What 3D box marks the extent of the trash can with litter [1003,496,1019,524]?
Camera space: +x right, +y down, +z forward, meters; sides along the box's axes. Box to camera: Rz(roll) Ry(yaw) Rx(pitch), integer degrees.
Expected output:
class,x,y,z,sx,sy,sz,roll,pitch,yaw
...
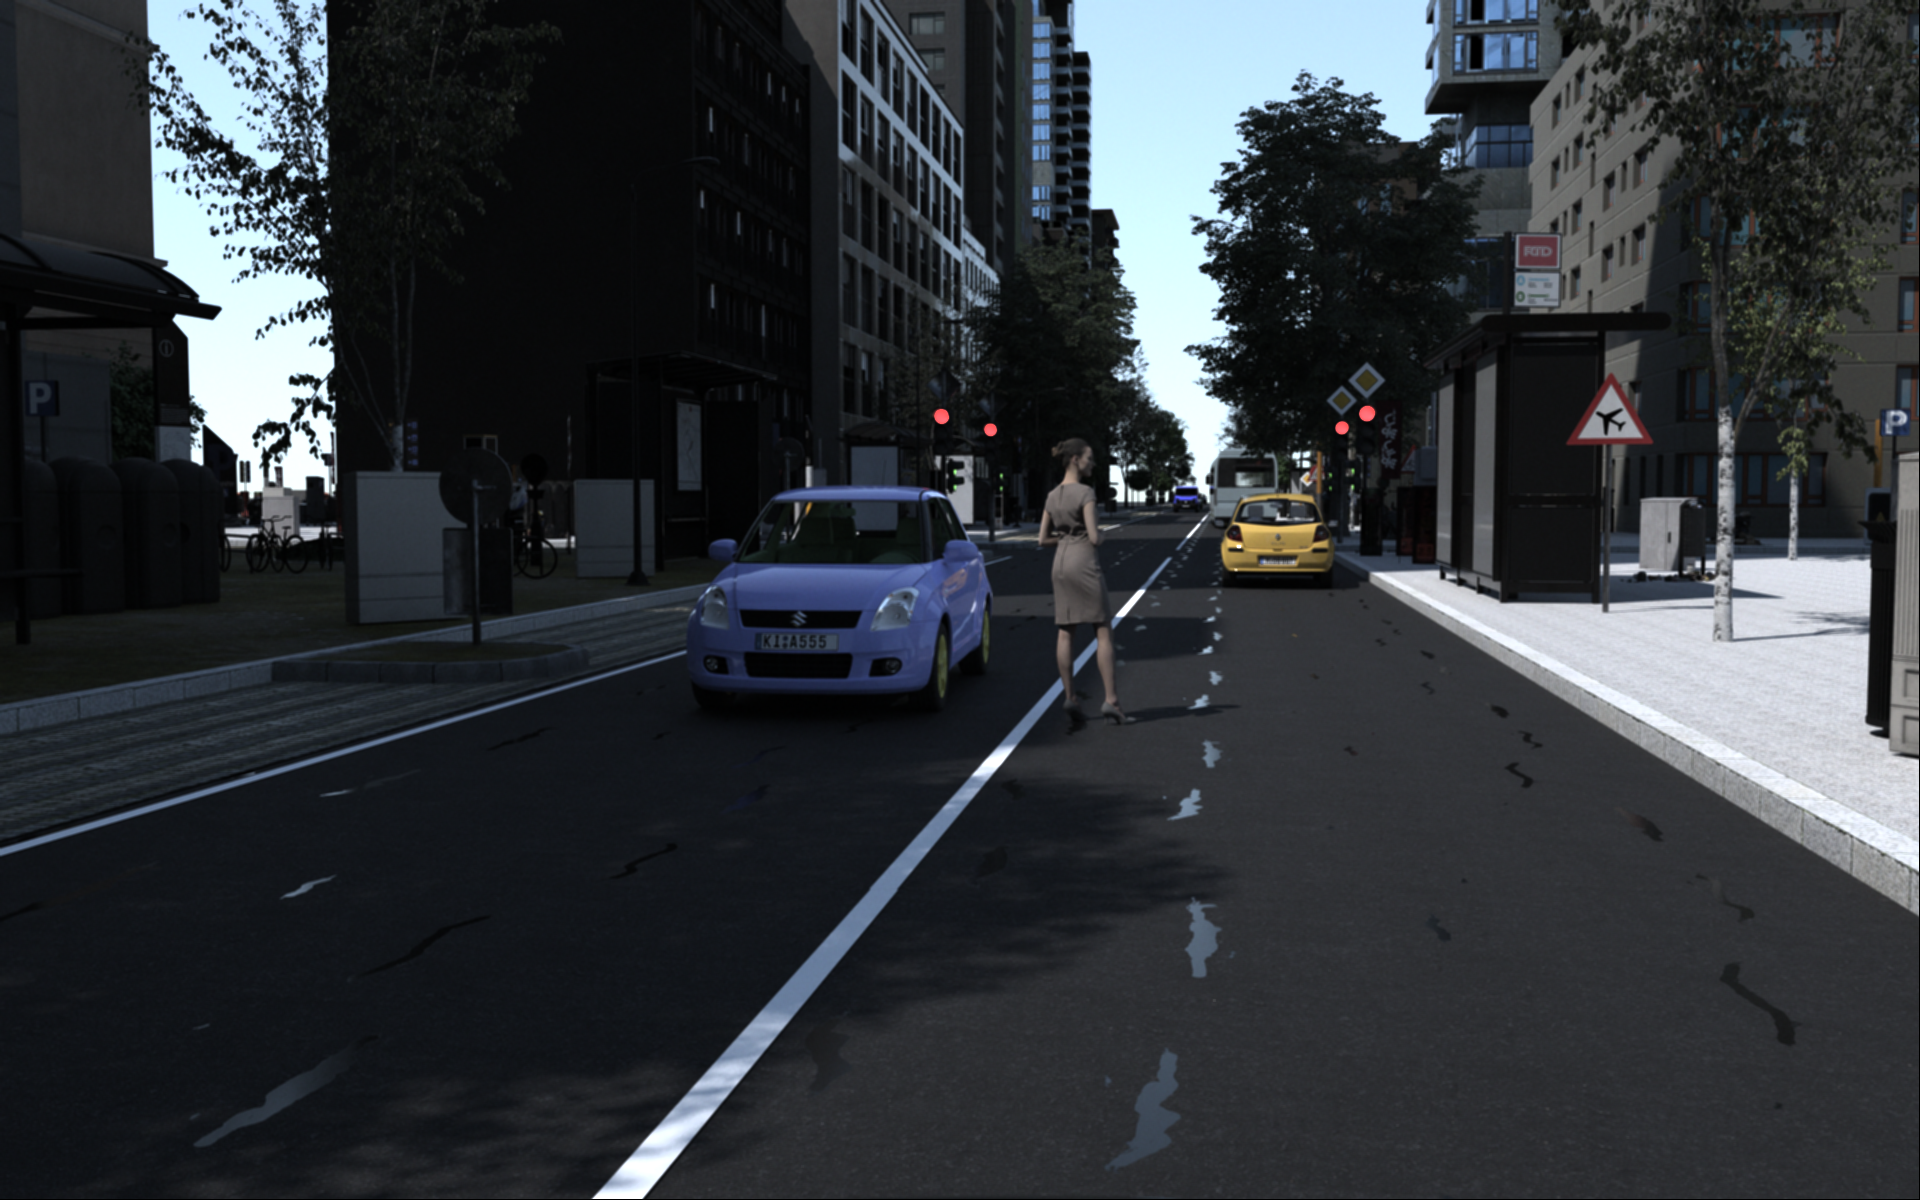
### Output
class,x,y,z,sx,sy,sz,roll,pitch,yaw
trash can with litter,1.741,-3.924,75.213,1.678,1.210,2.233,1,4,19

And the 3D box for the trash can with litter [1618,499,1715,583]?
class,x,y,z,sx,sy,sz,roll,pitch,yaw
trash can with litter,10.560,-0.902,25.800,2.233,1.210,1.678,-2,4,-29

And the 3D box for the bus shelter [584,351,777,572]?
class,x,y,z,sx,sy,sz,roll,pitch,yaw
bus shelter,-4.951,-2.469,31.645,1.731,3.624,6.357,1,4,9

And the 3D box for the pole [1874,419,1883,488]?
class,x,y,z,sx,sy,sz,roll,pitch,yaw
pole,25.107,-3.274,47.375,0.158,3.312,0.155,0,3,0

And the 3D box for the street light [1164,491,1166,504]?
class,x,y,z,sx,sy,sz,roll,pitch,yaw
street light,23.544,-14.164,204.130,1.470,5.913,1.316,1,4,9

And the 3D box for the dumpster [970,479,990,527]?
class,x,y,z,sx,sy,sz,roll,pitch,yaw
dumpster,0.758,-3.831,68.401,1.264,1.857,1.865,1,4,9

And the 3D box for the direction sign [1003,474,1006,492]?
class,x,y,z,sx,sy,sz,roll,pitch,yaw
direction sign,3.111,-7.941,121.825,0.379,3.537,0.876,1,4,18

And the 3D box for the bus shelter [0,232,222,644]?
class,x,y,z,sx,sy,sz,roll,pitch,yaw
bus shelter,-7.680,-1.117,12.188,2.014,3.302,5.546,1,4,9

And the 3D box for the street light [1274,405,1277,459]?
class,x,y,z,sx,sy,sz,roll,pitch,yaw
street light,16.478,-7.134,89.189,1.470,5.913,1.316,1,4,9

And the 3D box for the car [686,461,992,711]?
class,x,y,z,sx,sy,sz,roll,pitch,yaw
car,-0.776,-0.186,12.635,1.945,1.707,3.694,0,4,8

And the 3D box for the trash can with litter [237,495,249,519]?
class,x,y,z,sx,sy,sz,roll,pitch,yaw
trash can with litter,-36.838,-4.689,87.718,1.678,1.210,2.233,1,4,23

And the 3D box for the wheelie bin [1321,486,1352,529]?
class,x,y,z,sx,sy,sz,roll,pitch,yaw
wheelie bin,11.728,-2.828,54.144,0.980,1.594,0.693,-1,4,-19

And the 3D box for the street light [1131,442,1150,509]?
class,x,y,z,sx,sy,sz,roll,pitch,yaw
street light,15.730,-10.995,152.307,1.470,5.913,1.316,1,4,9

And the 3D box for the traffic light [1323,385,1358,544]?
class,x,y,z,sx,sy,sz,roll,pitch,yaw
traffic light,9.828,-3.417,44.789,0.839,4.253,0.868,1,4,9

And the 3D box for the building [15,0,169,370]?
class,x,y,z,sx,sy,sz,roll,pitch,yaw
building,-43.729,-17.168,66.599,20.117,28.700,13.634,1,4,9

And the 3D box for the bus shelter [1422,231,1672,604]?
class,x,y,z,sx,sy,sz,roll,pitch,yaw
bus shelter,7.781,-2.856,24.321,2.179,5.291,8.768,1,4,9

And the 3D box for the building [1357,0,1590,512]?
class,x,y,z,sx,sy,sz,roll,pitch,yaw
building,35.850,-48.117,99.376,22.319,86.520,31.000,1,4,9

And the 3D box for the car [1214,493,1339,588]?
class,x,y,z,sx,sy,sz,roll,pitch,yaw
car,5.077,-1.076,27.811,2.015,1.641,3.980,1,4,10

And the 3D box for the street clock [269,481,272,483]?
class,x,y,z,sx,sy,sz,roll,pitch,yaw
street clock,-39.522,-5.803,99.451,0.471,2.002,0.358,-3,5,-40

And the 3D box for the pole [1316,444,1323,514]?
class,x,y,z,sx,sy,sz,roll,pitch,yaw
pole,13.773,-4.436,66.364,0.158,3.312,0.155,0,3,0

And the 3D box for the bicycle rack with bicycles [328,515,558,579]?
class,x,y,z,sx,sy,sz,roll,pitch,yaw
bicycle rack with bicycles,-7.498,-0.800,26.470,2.925,0.926,2.852,1,4,11

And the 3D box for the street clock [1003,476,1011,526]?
class,x,y,z,sx,sy,sz,roll,pitch,yaw
street clock,1.909,-4.019,70.274,0.358,2.002,0.471,0,4,7

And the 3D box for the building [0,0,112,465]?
class,x,y,z,sx,sy,sz,roll,pitch,yaw
building,-27.214,-35.646,21.067,20.611,71.187,20.563,1,4,9

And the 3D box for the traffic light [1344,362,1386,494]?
class,x,y,z,sx,sy,sz,roll,pitch,yaw
traffic light,8.618,-2.934,36.896,0.839,4.253,0.868,1,4,9

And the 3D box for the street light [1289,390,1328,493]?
class,x,y,z,sx,sy,sz,roll,pitch,yaw
street light,12.031,-5.316,59.462,1.470,5.913,1.316,1,4,9

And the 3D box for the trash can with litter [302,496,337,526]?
class,x,y,z,sx,sy,sz,roll,pitch,yaw
trash can with litter,-25.520,-3.579,69.577,2.233,1.210,1.678,-1,4,-16

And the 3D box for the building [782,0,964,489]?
class,x,y,z,sx,sy,sz,roll,pitch,yaw
building,-11.886,-17.406,89.104,19.350,26.468,34.151,1,4,9

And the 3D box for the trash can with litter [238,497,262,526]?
class,x,y,z,sx,sy,sz,roll,pitch,yaw
trash can with litter,-28.923,-3.610,70.407,1.055,1.170,0.624,0,3,0

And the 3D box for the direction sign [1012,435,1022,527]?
class,x,y,z,sx,sy,sz,roll,pitch,yaw
direction sign,2.193,-4.565,66.640,0.379,3.537,0.876,-1,4,-20

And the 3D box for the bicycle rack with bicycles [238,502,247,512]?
class,x,y,z,sx,sy,sz,roll,pitch,yaw
bicycle rack with bicycles,-33.950,-4.051,79.612,2.852,0.926,2.925,-1,4,-18

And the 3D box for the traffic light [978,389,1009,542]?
class,x,y,z,sx,sy,sz,roll,pitch,yaw
traffic light,0.869,-3.500,46.142,0.839,4.253,0.868,1,4,9

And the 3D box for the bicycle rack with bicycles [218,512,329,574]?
class,x,y,z,sx,sy,sz,roll,pitch,yaw
bicycle rack with bicycles,-11.256,-0.950,28.916,2.852,0.926,2.925,-3,4,-36

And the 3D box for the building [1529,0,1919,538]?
class,x,y,z,sx,sy,sz,roll,pitch,yaw
building,37.532,-13.245,61.592,28.899,21.520,27.650,1,4,9

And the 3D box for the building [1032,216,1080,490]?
class,x,y,z,sx,sy,sz,roll,pitch,yaw
building,4.960,-25.125,182.493,14.160,30.474,14.107,1,4,9

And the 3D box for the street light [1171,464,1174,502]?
class,x,y,z,sx,sy,sz,roll,pitch,yaw
street light,28.199,-15.980,233.807,1.470,5.913,1.316,1,4,9

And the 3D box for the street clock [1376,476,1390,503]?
class,x,y,z,sx,sy,sz,roll,pitch,yaw
street clock,16.668,-3.896,68.268,0.471,2.002,0.358,-1,4,-17

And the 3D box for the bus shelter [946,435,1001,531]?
class,x,y,z,sx,sy,sz,roll,pitch,yaw
bus shelter,0.122,-4.199,62.573,2.014,3.302,5.546,1,4,9

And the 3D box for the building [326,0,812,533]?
class,x,y,z,sx,sy,sz,roll,pitch,yaw
building,-13.325,-14.301,63.494,12.332,23.373,15.834,1,4,9

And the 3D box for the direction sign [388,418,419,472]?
class,x,y,z,sx,sy,sz,roll,pitch,yaw
direction sign,-16.630,-3.658,51.799,0.876,3.537,0.379,0,4,-6

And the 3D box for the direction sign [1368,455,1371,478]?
class,x,y,z,sx,sy,sz,roll,pitch,yaw
direction sign,20.069,-5.715,85.434,0.379,3.537,0.876,0,4,-8

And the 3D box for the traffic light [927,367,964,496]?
class,x,y,z,sx,sy,sz,roll,pitch,yaw
traffic light,-0.341,-3.017,38.249,0.839,4.253,0.868,1,4,9

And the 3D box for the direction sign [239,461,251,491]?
class,x,y,z,sx,sy,sz,roll,pitch,yaw
direction sign,-48.552,-7.687,117.679,0.379,3.537,0.876,2,4,25

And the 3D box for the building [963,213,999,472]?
class,x,y,z,sx,sy,sz,roll,pitch,yaw
building,-3.648,-15.843,113.787,10.420,20.320,16.860,1,4,9

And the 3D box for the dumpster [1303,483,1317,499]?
class,x,y,z,sx,sy,sz,roll,pitch,yaw
dumpster,18.432,-5.142,89.831,1.264,1.857,1.865,1,4,9

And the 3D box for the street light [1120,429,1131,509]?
class,x,y,z,sx,sy,sz,roll,pitch,yaw
street light,11.048,-9.137,121.926,1.470,5.913,1.316,1,4,9

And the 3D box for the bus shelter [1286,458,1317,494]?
class,x,y,z,sx,sy,sz,roll,pitch,yaw
bus shelter,19.789,-6.454,99.439,2.014,3.302,5.546,1,4,9

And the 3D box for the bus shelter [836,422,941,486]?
class,x,y,z,sx,sy,sz,roll,pitch,yaw
bus shelter,-2.069,-3.512,51.352,2.014,3.302,5.546,1,4,9

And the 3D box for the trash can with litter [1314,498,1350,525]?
class,x,y,z,sx,sy,sz,roll,pitch,yaw
trash can with litter,15.223,-3.751,72.383,2.233,1.210,1.678,1,4,17

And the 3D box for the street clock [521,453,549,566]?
class,x,y,z,sx,sy,sz,roll,pitch,yaw
street clock,-7.600,-1.617,31.015,0.471,2.002,0.358,0,4,-4

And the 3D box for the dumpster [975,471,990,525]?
class,x,y,z,sx,sy,sz,roll,pitch,yaw
dumpster,0.757,-4.255,72.055,1.502,2.255,1.985,1,4,9

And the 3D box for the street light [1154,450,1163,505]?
class,x,y,z,sx,sy,sz,roll,pitch,yaw
street light,20.296,-12.811,181.998,1.470,5.913,1.316,1,4,9

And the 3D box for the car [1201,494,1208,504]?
class,x,y,z,sx,sy,sz,roll,pitch,yaw
car,34.474,-14.568,247.973,2.009,1.686,4.222,0,4,7

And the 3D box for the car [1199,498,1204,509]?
class,x,y,z,sx,sy,sz,roll,pitch,yaw
car,22.086,-9.495,164.036,1.959,1.807,4.718,0,4,8

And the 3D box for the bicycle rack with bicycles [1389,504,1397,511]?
class,x,y,z,sx,sy,sz,roll,pitch,yaw
bicycle rack with bicycles,15.955,-2.982,62.130,2.852,0.926,2.925,-3,5,-41
